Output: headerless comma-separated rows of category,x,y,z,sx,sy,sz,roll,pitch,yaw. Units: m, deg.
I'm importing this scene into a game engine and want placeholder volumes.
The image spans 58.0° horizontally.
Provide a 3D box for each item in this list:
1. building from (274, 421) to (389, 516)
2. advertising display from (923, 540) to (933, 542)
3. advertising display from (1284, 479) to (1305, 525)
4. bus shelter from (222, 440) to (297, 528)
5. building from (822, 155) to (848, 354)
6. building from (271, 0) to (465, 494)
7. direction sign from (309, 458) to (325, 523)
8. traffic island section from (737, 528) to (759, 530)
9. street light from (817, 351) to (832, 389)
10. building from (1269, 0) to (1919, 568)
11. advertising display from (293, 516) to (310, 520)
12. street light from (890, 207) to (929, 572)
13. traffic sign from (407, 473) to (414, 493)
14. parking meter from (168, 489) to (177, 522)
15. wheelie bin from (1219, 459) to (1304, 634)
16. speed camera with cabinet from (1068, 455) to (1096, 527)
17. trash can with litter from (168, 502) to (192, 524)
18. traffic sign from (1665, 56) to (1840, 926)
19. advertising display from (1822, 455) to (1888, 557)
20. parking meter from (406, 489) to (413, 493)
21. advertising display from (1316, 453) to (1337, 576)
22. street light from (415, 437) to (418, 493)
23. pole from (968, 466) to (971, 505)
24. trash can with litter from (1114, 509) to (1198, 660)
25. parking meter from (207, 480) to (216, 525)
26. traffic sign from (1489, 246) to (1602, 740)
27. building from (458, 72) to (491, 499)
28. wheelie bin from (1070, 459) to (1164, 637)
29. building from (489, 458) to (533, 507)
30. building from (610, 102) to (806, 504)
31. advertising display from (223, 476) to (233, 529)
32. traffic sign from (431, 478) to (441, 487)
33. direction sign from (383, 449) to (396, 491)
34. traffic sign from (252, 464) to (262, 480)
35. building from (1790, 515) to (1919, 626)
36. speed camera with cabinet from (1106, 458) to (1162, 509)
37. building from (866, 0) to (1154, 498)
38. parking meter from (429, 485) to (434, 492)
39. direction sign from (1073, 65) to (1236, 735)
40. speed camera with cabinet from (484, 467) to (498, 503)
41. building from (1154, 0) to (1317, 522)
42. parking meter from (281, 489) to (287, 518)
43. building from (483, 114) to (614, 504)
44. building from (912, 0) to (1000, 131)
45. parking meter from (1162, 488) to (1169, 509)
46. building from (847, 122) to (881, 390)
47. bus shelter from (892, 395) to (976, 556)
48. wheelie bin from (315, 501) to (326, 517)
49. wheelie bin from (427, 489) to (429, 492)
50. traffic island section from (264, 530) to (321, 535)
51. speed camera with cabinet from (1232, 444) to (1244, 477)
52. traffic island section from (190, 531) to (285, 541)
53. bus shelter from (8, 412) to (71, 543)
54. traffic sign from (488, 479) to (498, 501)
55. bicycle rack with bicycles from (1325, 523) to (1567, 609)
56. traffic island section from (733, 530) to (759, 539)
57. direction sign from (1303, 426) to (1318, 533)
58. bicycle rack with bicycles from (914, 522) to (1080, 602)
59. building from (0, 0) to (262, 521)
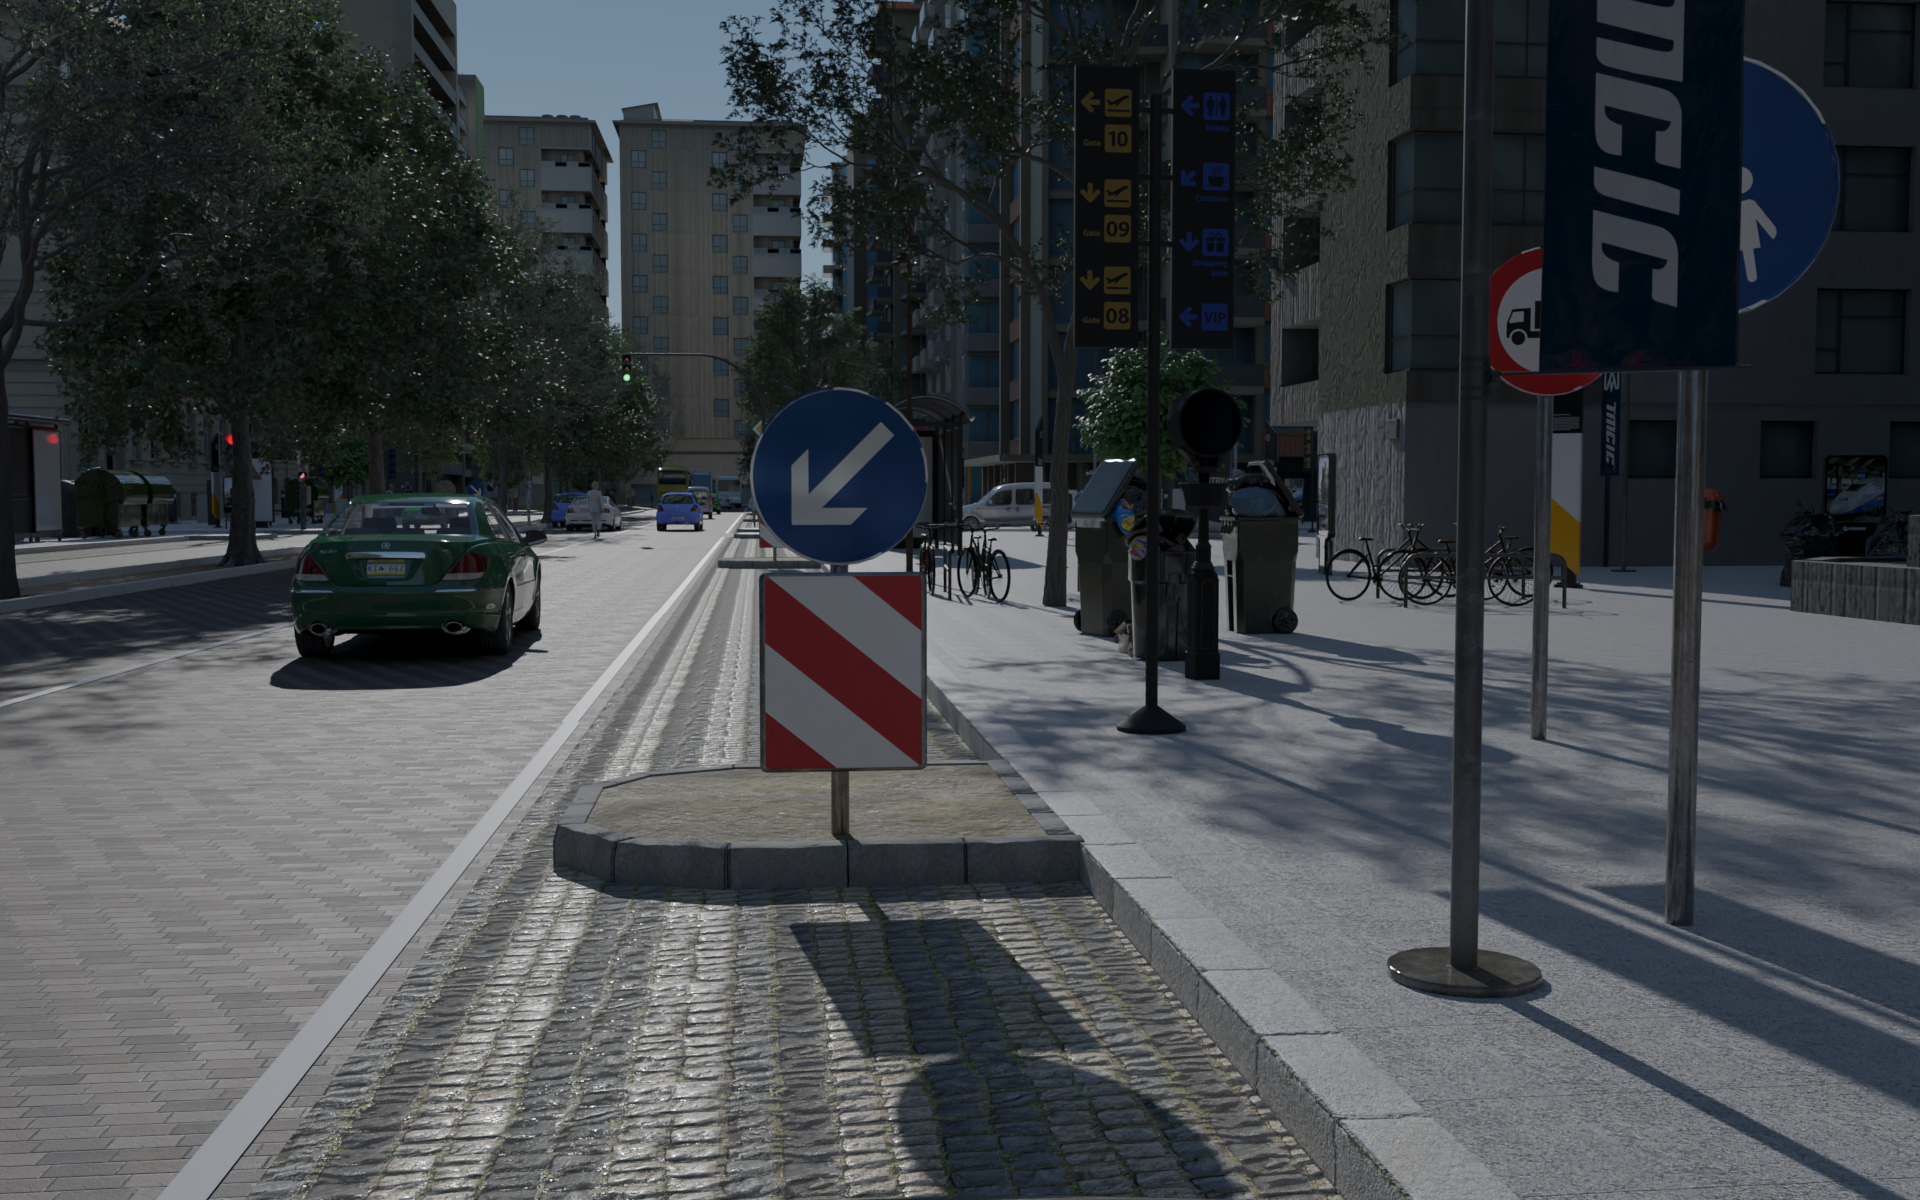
building,-47.393,-18.156,115.943,14.460,24.649,34.723,0,4,-7
advertising display,-0.866,-2.493,45.979,0.123,1.923,0.974,-2,4,-33
advertising display,14.014,-4.125,72.650,0.974,1.923,0.123,3,5,45
bus shelter,-26.972,-4.518,67.787,2.014,3.302,5.546,0,4,-6
building,-4.115,-38.155,243.445,30.456,49.044,23.786,0,4,-7
building,-54.511,-31.877,144.898,21.300,48.544,21.600,0,4,-7
direction sign,-28.317,-5.155,76.289,0.876,3.537,0.379,2,4,25
traffic island section,-7.284,-2.577,64.418,2.009,0.180,2.903,0,4,-7
street light,-4.397,-5.100,56.174,0.468,5.910,1.993,0,4,-7
building,13.910,-16.219,36.876,14.160,30.474,14.107,0,4,-7
advertising display,-32.551,-4.915,85.577,0.974,1.923,0.123,1,4,14
street light,-0.763,-3.257,26.037,0.468,5.910,1.993,0,4,-7
traffic sign,-32.853,-6.367,104.201,0.768,2.556,0.104,0,4,-4
parking meter,-35.214,-4.221,77.431,0.372,1.533,0.369,0,3,0
wheelie bin,2.777,-0.499,16.068,0.693,1.594,0.980,0,4,-5
speed camera with cabinet,4.633,-4.507,68.030,2.038,3.252,0.660,0,4,-2
trash can with litter,-34.295,-3.863,74.219,2.233,1.210,1.678,0,4,-2
traffic sign,2.151,-0.305,5.101,0.768,2.556,0.104,0,4,2
advertising display,14.759,-1.430,28.598,0.974,1.923,0.123,0,4,8
parking meter,-30.432,-5.340,95.713,0.372,1.533,0.369,0,3,0
advertising display,5.845,-1.373,27.659,0.123,1.923,0.974,0,4,1
street light,-29.333,-7.379,93.435,0.468,5.910,1.993,0,4,-7
pole,0.577,-7.017,108.567,0.158,3.312,0.155,0,3,0
trash can with litter,1.465,-0.138,13.648,0.624,1.170,1.055,-1,4,-14
parking meter,-30.750,-4.009,71.258,0.255,1.863,0.399,1,4,15
traffic sign,3.029,-0.544,8.993,0.768,2.556,0.104,0,3,0
building,-52.779,-29.337,163.250,14.154,41.232,14.086,0,4,-7
wheelie bin,1.435,-0.483,15.812,0.693,1.594,0.980,-2,4,-26
building,-63.279,-21.039,189.020,28.899,21.520,27.650,0,4,-7
building,-33.237,-39.957,242.528,27.495,52.752,28.713,0,4,-7
advertising display,-26.548,-3.572,63.620,0.974,1.923,0.123,0,4,-1
traffic sign,-32.800,-6.507,108.511,0.606,2.300,0.079,0,4,-3
direction sign,-28.950,-5.842,87.513,0.876,3.537,0.379,-1,4,-22
traffic sign,-26.543,-3.957,64.706,0.884,2.594,0.081,0,4,-6
building,19.946,-28.466,7.418,21.231,58.520,28.212,0,4,-7
speed camera with cabinet,4.153,-2.884,41.482,0.660,3.252,2.038,2,4,32
building,2.985,-30.648,155.726,22.147,44.769,28.867,0,4,-7
parking meter,-33.966,-6.461,111.347,0.255,1.863,0.399,-2,4,-35
direction sign,1.040,-1.059,9.305,0.876,3.537,0.379,-1,4,-9
speed camera with cabinet,-34.465,-8.007,125.250,2.038,3.252,0.660,1,4,12
building,14.818,-26.389,86.079,28.867,44.769,22.147,0,4,-7
parking meter,-36.213,-5.167,92.890,0.372,1.533,0.369,0,3,0
building,-60.578,-39.779,239.622,27.495,52.752,28.713,0,4,-7
building,8.289,-30.959,125.787,23.786,49.044,30.456,0,4,-7
parking meter,8.663,-3.973,73.370,0.372,1.533,0.369,0,3,0
building,-5.783,-33.698,201.068,14.600,45.320,14.200,0,4,-7
bus shelter,-0.982,-2.703,38.114,2.014,3.302,5.546,0,4,-6
wheelie bin,-35.832,-5.438,96.827,0.980,1.594,0.693,-3,5,-42
wheelie bin,-34.838,-6.515,114.424,0.980,1.594,0.693,-1,4,-8
traffic island section,-23.716,-2.461,62.521,2.009,0.180,2.903,0,4,-7
speed camera with cabinet,11.131,-4.378,65.919,2.038,3.252,0.660,0,4,-1
traffic island section,-22.795,-1.976,54.589,2.009,0.180,2.903,0,4,-7
bus shelter,-25.068,-4.013,43.245,2.179,5.291,8.768,0,4,-6
traffic sign,-32.596,-7.333,121.075,0.795,2.450,0.064,0,4,1
bicycle rack with bicycles,5.808,-0.434,20.483,2.925,0.926,2.852,0,4,5
traffic island section,-6.363,-2.092,56.486,2.009,0.180,2.903,0,4,-7
direction sign,11.716,-4.005,57.473,0.379,3.537,0.876,-2,4,-33
bicycle rack with bicycles,0.595,-0.507,21.675,2.852,0.926,2.925,0,4,-1
building,-44.782,-15.248,82.581,16.112,22.955,30.059,0,4,-7
